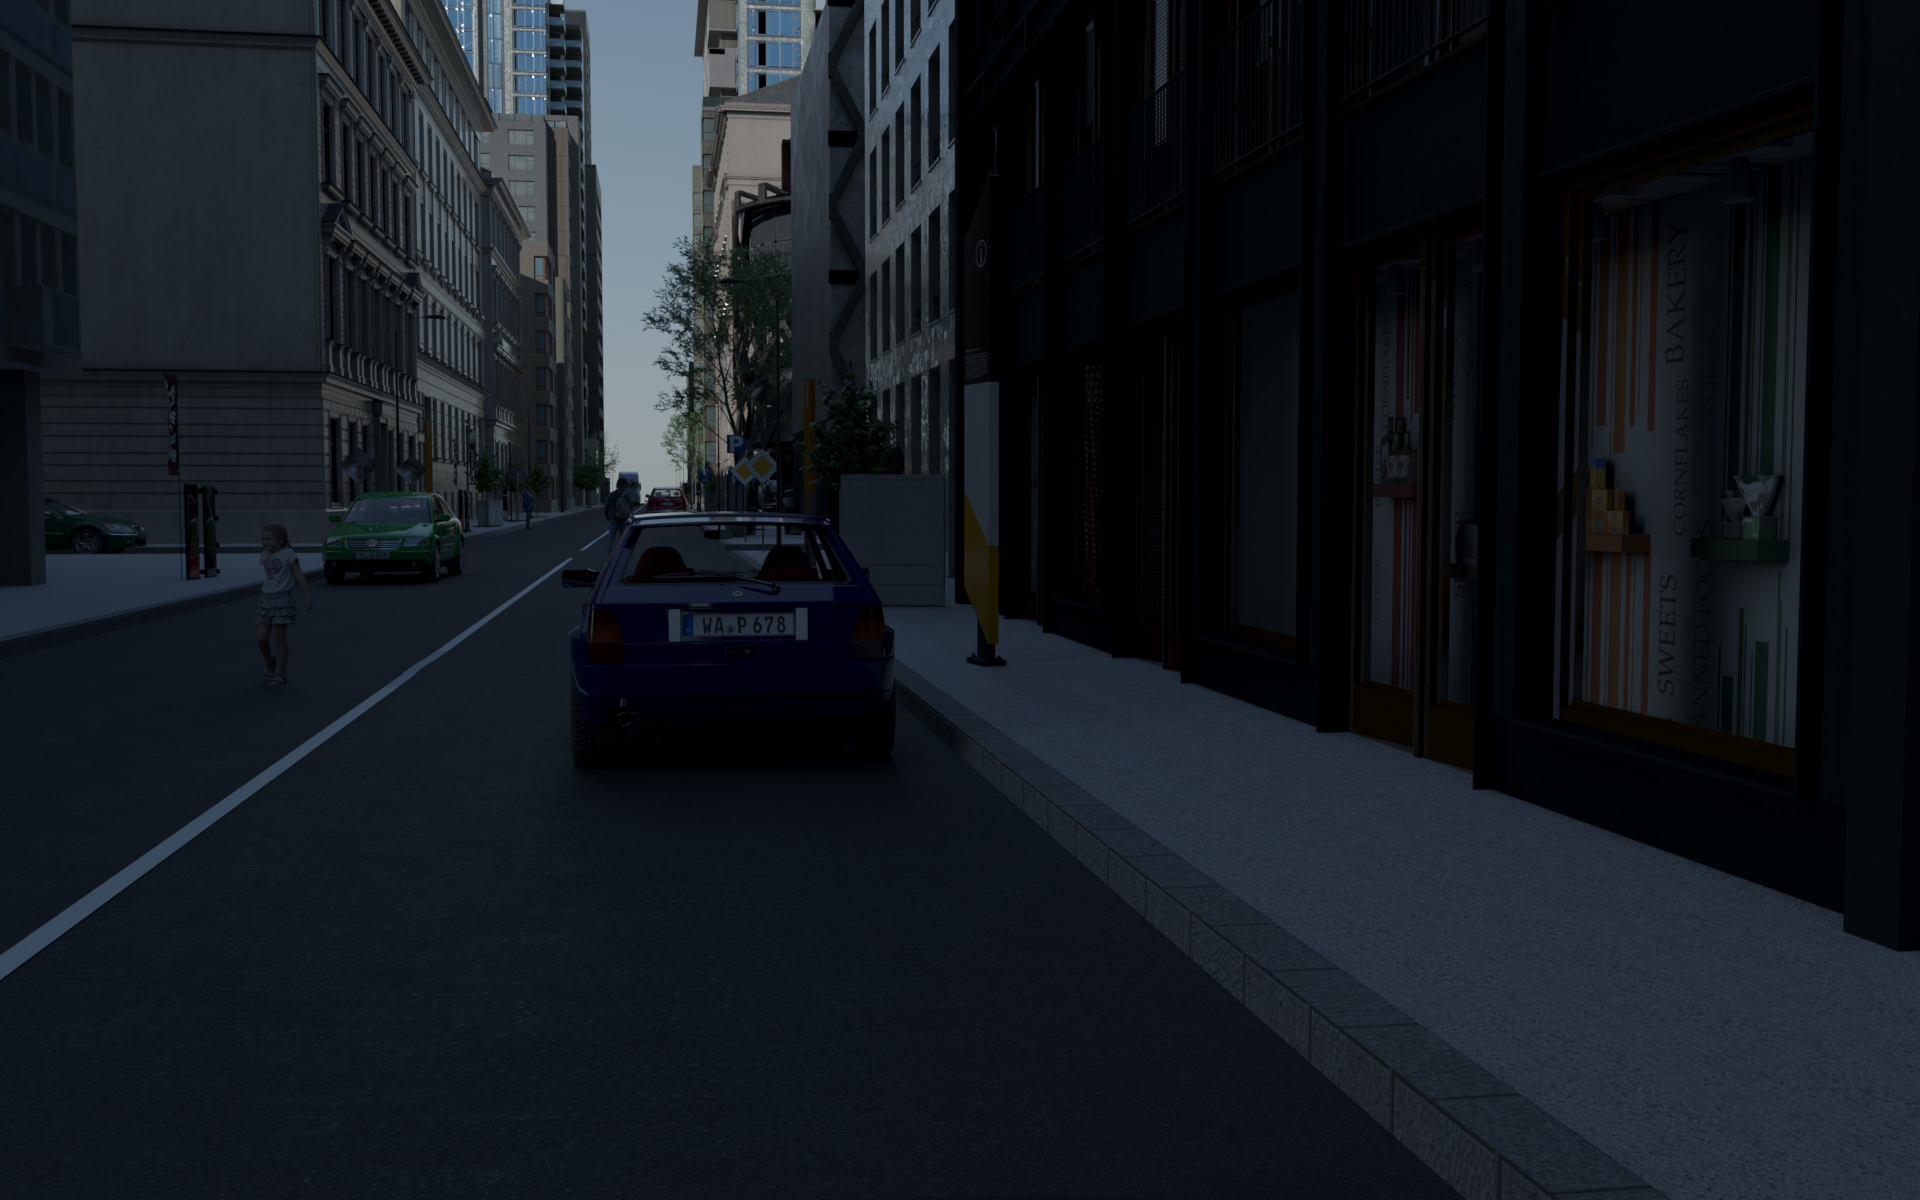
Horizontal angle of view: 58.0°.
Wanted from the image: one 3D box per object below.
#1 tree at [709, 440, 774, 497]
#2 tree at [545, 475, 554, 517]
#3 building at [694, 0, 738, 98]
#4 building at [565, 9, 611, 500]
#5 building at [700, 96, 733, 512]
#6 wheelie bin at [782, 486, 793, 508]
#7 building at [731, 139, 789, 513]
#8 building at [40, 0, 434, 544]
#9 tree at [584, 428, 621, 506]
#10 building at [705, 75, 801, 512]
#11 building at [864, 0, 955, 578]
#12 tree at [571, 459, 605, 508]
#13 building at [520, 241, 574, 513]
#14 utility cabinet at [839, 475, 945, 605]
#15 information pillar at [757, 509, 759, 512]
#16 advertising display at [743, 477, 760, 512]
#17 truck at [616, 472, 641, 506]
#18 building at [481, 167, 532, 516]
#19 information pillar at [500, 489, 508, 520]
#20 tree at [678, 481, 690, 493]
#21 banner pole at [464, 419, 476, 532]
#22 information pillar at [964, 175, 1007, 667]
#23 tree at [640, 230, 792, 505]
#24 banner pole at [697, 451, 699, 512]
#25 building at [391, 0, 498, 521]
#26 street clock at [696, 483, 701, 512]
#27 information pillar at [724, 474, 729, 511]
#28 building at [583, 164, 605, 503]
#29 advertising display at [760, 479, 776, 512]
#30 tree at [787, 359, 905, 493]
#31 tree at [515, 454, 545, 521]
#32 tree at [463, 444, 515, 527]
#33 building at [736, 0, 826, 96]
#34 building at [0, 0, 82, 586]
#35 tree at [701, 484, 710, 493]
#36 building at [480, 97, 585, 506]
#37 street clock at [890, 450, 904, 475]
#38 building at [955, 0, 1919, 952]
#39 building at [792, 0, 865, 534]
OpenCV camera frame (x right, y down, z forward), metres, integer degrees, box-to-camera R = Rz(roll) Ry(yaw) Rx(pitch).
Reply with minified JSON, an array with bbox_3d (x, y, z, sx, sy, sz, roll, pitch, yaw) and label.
[{"bbox_3d":[-7.588,-4.101,61.652,1.663,3.219,1.824,0,3,0],"label":"tree"},{"bbox_3d":[-23.054,-6.136,94.929,1.663,3.219,1.824,0,3,0],"label":"tree"},{"bbox_3d":[-13.001,-36.268,182.214,28.713,52.752,27.495,-1,4,-10],"label":"building"},{"bbox_3d":[-63.539,-50.290,260.490,20.563,71.187,20.611,-1,4,-10],"label":"building"},{"bbox_3d":[-12.368,-21.938,130.384,14.160,30.474,14.107,-1,4,-10],"label":"building"},{"bbox_3d":[-6.700,-3.771,69.565,0.980,1.594,0.693,1,4,16],"label":"wheelie bin"},{"bbox_3d":[-3.109,-13.482,87.878,16.820,18.784,16.811,-1,4,-10],"label":"building"},{"bbox_3d":[-22.616,-11.505,52.733,10.561,19.102,19.286,-1,4,-10],"label":"building"},{"bbox_3d":[-40.044,-14.861,193.344,4.360,8.622,3.978,0,3,0],"label":"tree"},{"bbox_3d":[-9.233,-19.007,108.022,12.463,27.353,25.104,-1,4,-10],"label":"building"},{"bbox_3d":[4.535,-10.665,29.126,10.420,20.320,16.860,-1,4,-10],"label":"building"},{"bbox_3d":[-34.573,-10.832,160.814,4.285,4.588,4.351,0,3,0],"label":"tree"},{"bbox_3d":[-44.226,-17.461,130.525,27.650,21.520,28.899,-1,4,-10],"label":"building"},{"bbox_3d":[-0.761,-0.680,19.790,1.173,1.500,0.318,0,4,2],"label":"utility cabinet"},{"bbox_3d":[-9.071,-4.401,76.445,0.304,2.012,0.304,3,5,39],"label":"information pillar"},{"bbox_3d":[-6.503,-2.957,53.556,0.123,1.923,0.974,1,4,14],"label":"advertising display"},{"bbox_3d":[-40.846,-13.707,213.861,2.967,4.110,18.799,-1,4,-10],"label":"truck"},{"bbox_3d":[-31.825,-16.262,102.041,11.583,22.565,21.152,-1,4,-10],"label":"building"},{"bbox_3d":[-22.162,-4.875,84.198,0.304,2.012,0.304,-2,4,-32],"label":"information pillar"},{"bbox_3d":[-35.270,-13.844,220.951,1.663,3.219,1.824,0,3,0],"label":"tree"},{"bbox_3d":[-16.500,-4.183,58.411,0.401,3.779,0.863,1,4,10],"label":"banner pole"},{"bbox_3d":[0.167,-1.324,13.007,0.183,3.616,0.504,-1,4,-22],"label":"information pillar"},{"bbox_3d":[-8.781,-8.751,68.840,9.928,11.665,9.643,0,3,0],"label":"tree"},{"bbox_3d":[-15.374,-6.828,101.654,0.401,3.779,0.863,-1,4,-11],"label":"banner pole"},{"bbox_3d":[-29.940,-14.871,76.419,16.112,22.955,30.059,-1,4,-10],"label":"building"},{"bbox_3d":[-16.928,-6.568,111.960,0.358,2.002,0.471,0,4,-3],"label":"street clock"},{"bbox_3d":[-8.444,-3.601,63.366,0.304,2.012,0.304,-1,4,-17],"label":"information pillar"},{"bbox_3d":[-60.658,-37.689,239.917,21.300,48.544,21.600,-1,4,-10],"label":"building"},{"bbox_3d":[-8.318,-4.279,75.178,0.974,1.923,0.123,-1,4,-21],"label":"advertising display"},{"bbox_3d":[-1.665,-1.851,24.873,1.663,3.219,1.824,0,3,0],"label":"tree"},{"bbox_3d":[-21.031,-5.372,82.426,1.663,3.219,1.824,0,3,0],"label":"tree"},{"bbox_3d":[-18.385,-4.445,67.278,1.663,3.219,1.824,0,3,0],"label":"tree"},{"bbox_3d":[-10.671,-51.333,151.960,22.319,86.520,31.000,-1,4,-10],"label":"building"},{"bbox_3d":[-23.096,-19.820,15.937,23.993,40.220,32.217,-1,4,-10],"label":"building"},{"bbox_3d":[-17.541,-7.771,121.654,1.663,3.219,1.824,0,3,0],"label":"tree"},{"bbox_3d":[-46.877,-30.414,180.870,14.154,41.232,14.086,-1,4,-10],"label":"building"},{"bbox_3d":[-1.065,-1.365,26.882,0.358,2.002,0.471,2,4,25],"label":"street clock"},{"bbox_3d":[7.342,-11.210,12.958,12.332,23.373,15.834,-1,4,-10],"label":"building"},{"bbox_3d":[3.538,-11.540,56.133,16.811,18.784,16.820,-1,4,-10],"label":"building"}]
